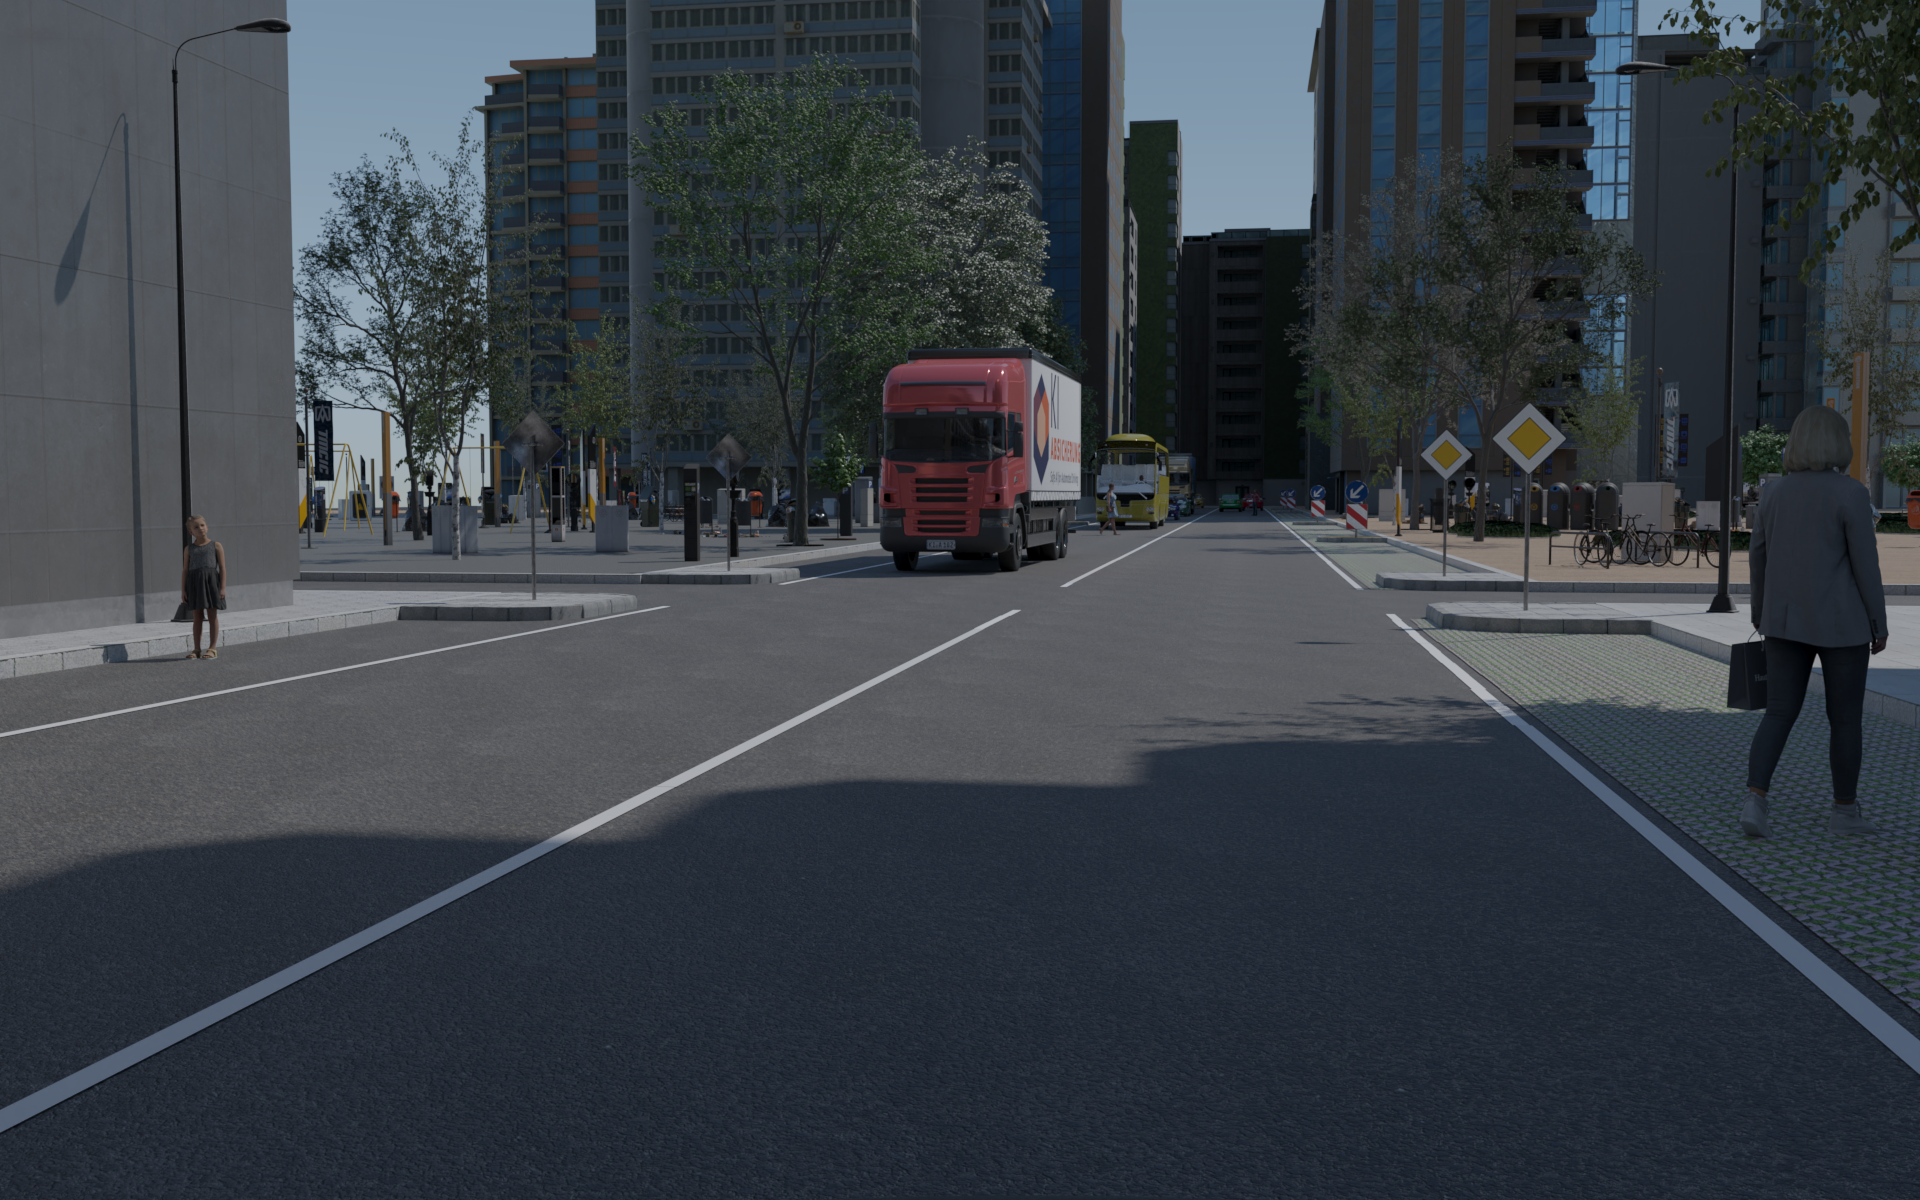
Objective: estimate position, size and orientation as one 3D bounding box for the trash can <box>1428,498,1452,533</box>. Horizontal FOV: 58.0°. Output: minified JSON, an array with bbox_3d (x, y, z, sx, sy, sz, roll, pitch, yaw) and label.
[{"bbox_3d":[15.904,-2.799,57.423,0.748,1.137,0.748,0,3,0],"label":"trash can"}]

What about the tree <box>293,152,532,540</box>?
[{"bbox_3d":[-15.391,-6.941,47.897,7.601,10.594,8.767,0,4,7],"label":"tree"}]

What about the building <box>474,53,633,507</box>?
[{"bbox_3d":[-31.905,-31.800,174.559,28.867,44.769,22.147,1,4,9],"label":"building"}]

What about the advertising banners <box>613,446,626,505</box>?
[{"bbox_3d":[-12.633,-4.160,64.209,0.090,3.025,2.074,0,4,0],"label":"advertising banners"}]

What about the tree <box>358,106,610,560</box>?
[{"bbox_3d":[-9.793,-5.106,33.840,4.360,8.622,3.978,0,3,0],"label":"tree"}]

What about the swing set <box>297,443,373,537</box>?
[{"bbox_3d":[-20.141,-3.426,53.634,3.119,2.851,2.862,1,4,11],"label":"swing set"}]

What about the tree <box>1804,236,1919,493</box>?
[{"bbox_3d":[26.242,-6.061,49.463,4.360,8.622,3.978,0,3,0],"label":"tree"}]

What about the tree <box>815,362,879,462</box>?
[{"bbox_3d":[-5.755,-8.589,90.796,4.737,8.622,4.395,0,3,0],"label":"tree"}]

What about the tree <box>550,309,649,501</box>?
[{"bbox_3d":[-14.634,-7.304,69.786,4.737,8.622,4.395,0,3,0],"label":"tree"}]

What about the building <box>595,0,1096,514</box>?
[{"bbox_3d":[-7.349,-26.015,117.233,32.217,40.220,23.993,1,4,9],"label":"building"}]

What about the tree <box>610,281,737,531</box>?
[{"bbox_3d":[-10.423,-6.740,60.556,4.360,8.622,3.978,0,3,0],"label":"tree"}]

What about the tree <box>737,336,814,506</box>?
[{"bbox_3d":[-8.674,-7.825,78.298,4.360,8.622,3.978,0,3,0],"label":"tree"}]

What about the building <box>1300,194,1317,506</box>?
[{"bbox_3d":[40.779,-24.208,167.500,14.160,30.474,14.107,1,4,9],"label":"building"}]

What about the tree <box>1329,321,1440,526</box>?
[{"bbox_3d":[17.507,-7.349,70.521,4.737,8.622,4.395,0,3,0],"label":"tree"}]

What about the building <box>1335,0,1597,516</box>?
[{"bbox_3d":[30.667,-27.991,107.757,14.600,45.320,14.200,1,4,9],"label":"building"}]

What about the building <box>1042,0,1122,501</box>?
[{"bbox_3d":[5.043,-29.617,134.350,14.600,45.320,14.200,1,4,9],"label":"building"}]

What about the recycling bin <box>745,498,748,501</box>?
[{"bbox_3d":[-12.819,-5.619,104.429,0.722,1.027,0.722,0,4,3],"label":"recycling bin"}]

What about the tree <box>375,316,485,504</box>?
[{"bbox_3d":[-20.305,-7.145,67.190,4.737,8.622,4.395,0,3,0],"label":"tree"}]

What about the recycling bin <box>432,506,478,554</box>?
[{"bbox_3d":[-10.975,-1.535,37.646,0.722,1.027,0.722,3,5,39],"label":"recycling bin"}]

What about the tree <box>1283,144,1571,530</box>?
[{"bbox_3d":[16.258,-9.224,61.185,12.009,13.543,11.850,0,3,0],"label":"tree"}]

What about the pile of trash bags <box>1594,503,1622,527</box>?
[{"bbox_3d":[25.629,-3.548,67.761,3.447,1.369,1.912,-2,4,-32],"label":"pile of trash bags"}]

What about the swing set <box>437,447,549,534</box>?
[{"bbox_3d":[-15.655,-3.662,57.489,3.119,2.851,2.862,1,4,14],"label":"swing set"}]

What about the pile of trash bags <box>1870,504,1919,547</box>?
[{"bbox_3d":[22.320,-2.028,42.908,1.912,1.369,3.447,-3,4,-36],"label":"pile of trash bags"}]

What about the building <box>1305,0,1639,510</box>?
[{"bbox_3d":[38.101,-49.931,129.048,22.319,86.520,31.000,1,4,9],"label":"building"}]

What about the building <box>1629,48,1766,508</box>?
[{"bbox_3d":[65.959,-29.314,162.876,14.086,41.232,14.154,1,4,9],"label":"building"}]

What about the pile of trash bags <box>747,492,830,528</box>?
[{"bbox_3d":[-6.838,-3.523,67.352,1.912,1.369,3.447,3,5,44],"label":"pile of trash bags"}]

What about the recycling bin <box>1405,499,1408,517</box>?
[{"bbox_3d":[24.346,-5.098,95.906,0.722,1.027,0.722,-1,4,-9],"label":"recycling bin"}]

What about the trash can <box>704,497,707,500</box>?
[{"bbox_3d":[-14.028,-5.020,93.729,0.748,1.137,0.748,0,3,0],"label":"trash can"}]

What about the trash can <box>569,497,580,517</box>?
[{"bbox_3d":[-21.889,-5.297,98.263,0.748,1.137,0.748,0,3,0],"label":"trash can"}]

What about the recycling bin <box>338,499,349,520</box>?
[{"bbox_3d":[-30.829,-4.562,87.146,0.722,1.027,0.722,-3,4,-36],"label":"recycling bin"}]

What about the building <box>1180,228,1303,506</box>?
[{"bbox_3d":[31.421,-25.652,191.118,14.107,30.474,14.160,1,4,9],"label":"building"}]

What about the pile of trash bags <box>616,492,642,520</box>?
[{"bbox_3d":[-16.300,-4.706,86.703,1.912,1.369,3.447,-1,4,-17],"label":"pile of trash bags"}]

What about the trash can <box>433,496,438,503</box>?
[{"bbox_3d":[-32.542,-5.890,107.953,0.748,1.137,0.748,0,3,0],"label":"trash can"}]

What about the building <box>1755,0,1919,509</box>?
[{"bbox_3d":[87.880,-32.710,154.411,30.456,49.044,23.786,1,4,9],"label":"building"}]

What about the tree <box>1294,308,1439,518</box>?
[{"bbox_3d":[21.957,-10.264,93.578,9.928,11.665,9.643,0,3,0],"label":"tree"}]

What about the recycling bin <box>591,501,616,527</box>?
[{"bbox_3d":[-13.768,-3.328,66.969,0.722,1.027,0.722,2,4,25],"label":"recycling bin"}]

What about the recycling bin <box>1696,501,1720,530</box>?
[{"bbox_3d":[26.151,-2.937,60.572,0.722,1.027,0.722,1,4,20],"label":"recycling bin"}]

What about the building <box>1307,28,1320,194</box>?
[{"bbox_3d":[53.107,-36.993,194.069,27.495,52.752,28.713,1,4,9],"label":"building"}]

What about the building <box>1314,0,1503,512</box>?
[{"bbox_3d":[38.772,-30.761,153.059,14.600,45.320,14.200,1,4,9],"label":"building"}]

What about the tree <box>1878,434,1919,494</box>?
[{"bbox_3d":[51.395,-6.718,93.560,4.285,4.588,4.351,0,3,0],"label":"tree"}]

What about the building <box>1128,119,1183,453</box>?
[{"bbox_3d":[17.562,-31.179,193.376,14.086,41.232,14.154,1,4,9],"label":"building"}]

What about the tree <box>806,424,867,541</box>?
[{"bbox_3d":[-3.535,-3.278,48.203,1.663,3.219,1.824,0,3,0],"label":"tree"}]

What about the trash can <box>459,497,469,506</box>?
[{"bbox_3d":[-25.135,-4.640,87.515,0.748,1.137,0.748,0,3,0],"label":"trash can"}]

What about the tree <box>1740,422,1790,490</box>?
[{"bbox_3d":[36.966,-5.860,79.530,4.285,4.588,4.351,0,3,0],"label":"tree"}]

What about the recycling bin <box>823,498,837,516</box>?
[{"bbox_3d":[-7.699,-5.525,102.882,0.722,1.027,0.722,1,4,11],"label":"recycling bin"}]

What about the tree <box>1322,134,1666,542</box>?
[{"bbox_3d":[13.889,-6.826,46.014,8.767,10.594,7.601,1,4,11],"label":"tree"}]

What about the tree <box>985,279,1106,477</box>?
[{"bbox_3d":[3.345,-10.656,91.240,9.611,12.733,9.660,0,3,0],"label":"tree"}]

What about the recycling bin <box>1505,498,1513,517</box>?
[{"bbox_3d":[31.625,-5.280,98.883,0.722,1.027,0.722,-3,4,-39],"label":"recycling bin"}]

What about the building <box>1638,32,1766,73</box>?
[{"bbox_3d":[76.718,-34.424,186.534,21.600,48.544,21.300,1,4,9],"label":"building"}]

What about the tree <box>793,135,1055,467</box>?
[{"bbox_3d":[-1.262,-9.516,62.244,9.857,13.997,8.962,0,3,0],"label":"tree"}]

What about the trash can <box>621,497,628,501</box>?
[{"bbox_3d":[-19.932,-5.561,102.582,0.748,1.137,0.748,0,3,0],"label":"trash can"}]

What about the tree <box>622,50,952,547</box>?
[{"bbox_3d":[-4.003,-7.115,42.079,9.928,11.665,9.643,0,3,0],"label":"tree"}]

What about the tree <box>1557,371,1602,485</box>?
[{"bbox_3d":[31.913,-8.270,85.574,4.737,8.622,4.395,0,3,0],"label":"tree"}]

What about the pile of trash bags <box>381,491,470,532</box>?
[{"bbox_3d":[-18.455,-3.051,59.638,1.912,1.369,3.447,2,4,30],"label":"pile of trash bags"}]

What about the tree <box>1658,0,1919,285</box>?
[{"bbox_3d":[7.153,-3.774,12.063,4.737,8.622,4.395,0,3,0],"label":"tree"}]

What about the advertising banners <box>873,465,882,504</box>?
[{"bbox_3d":[-5.196,-6.572,103.642,2.074,3.025,0.090,3,5,42],"label":"advertising banners"}]

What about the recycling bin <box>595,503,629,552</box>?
[{"bbox_3d":[-7.733,-1.585,38.462,0.722,1.027,0.722,-1,4,-12],"label":"recycling bin"}]

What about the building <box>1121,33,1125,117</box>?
[{"bbox_3d":[6.528,-28.437,148.538,14.154,41.232,14.086,1,4,9],"label":"building"}]

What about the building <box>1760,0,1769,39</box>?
[{"bbox_3d":[97.533,-45.511,182.358,20.611,71.187,20.563,1,4,9],"label":"building"}]

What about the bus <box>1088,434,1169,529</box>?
[{"bbox_3d":[7.460,-5.059,74.260,2.896,3.916,12.252,1,4,9],"label":"bus"}]
